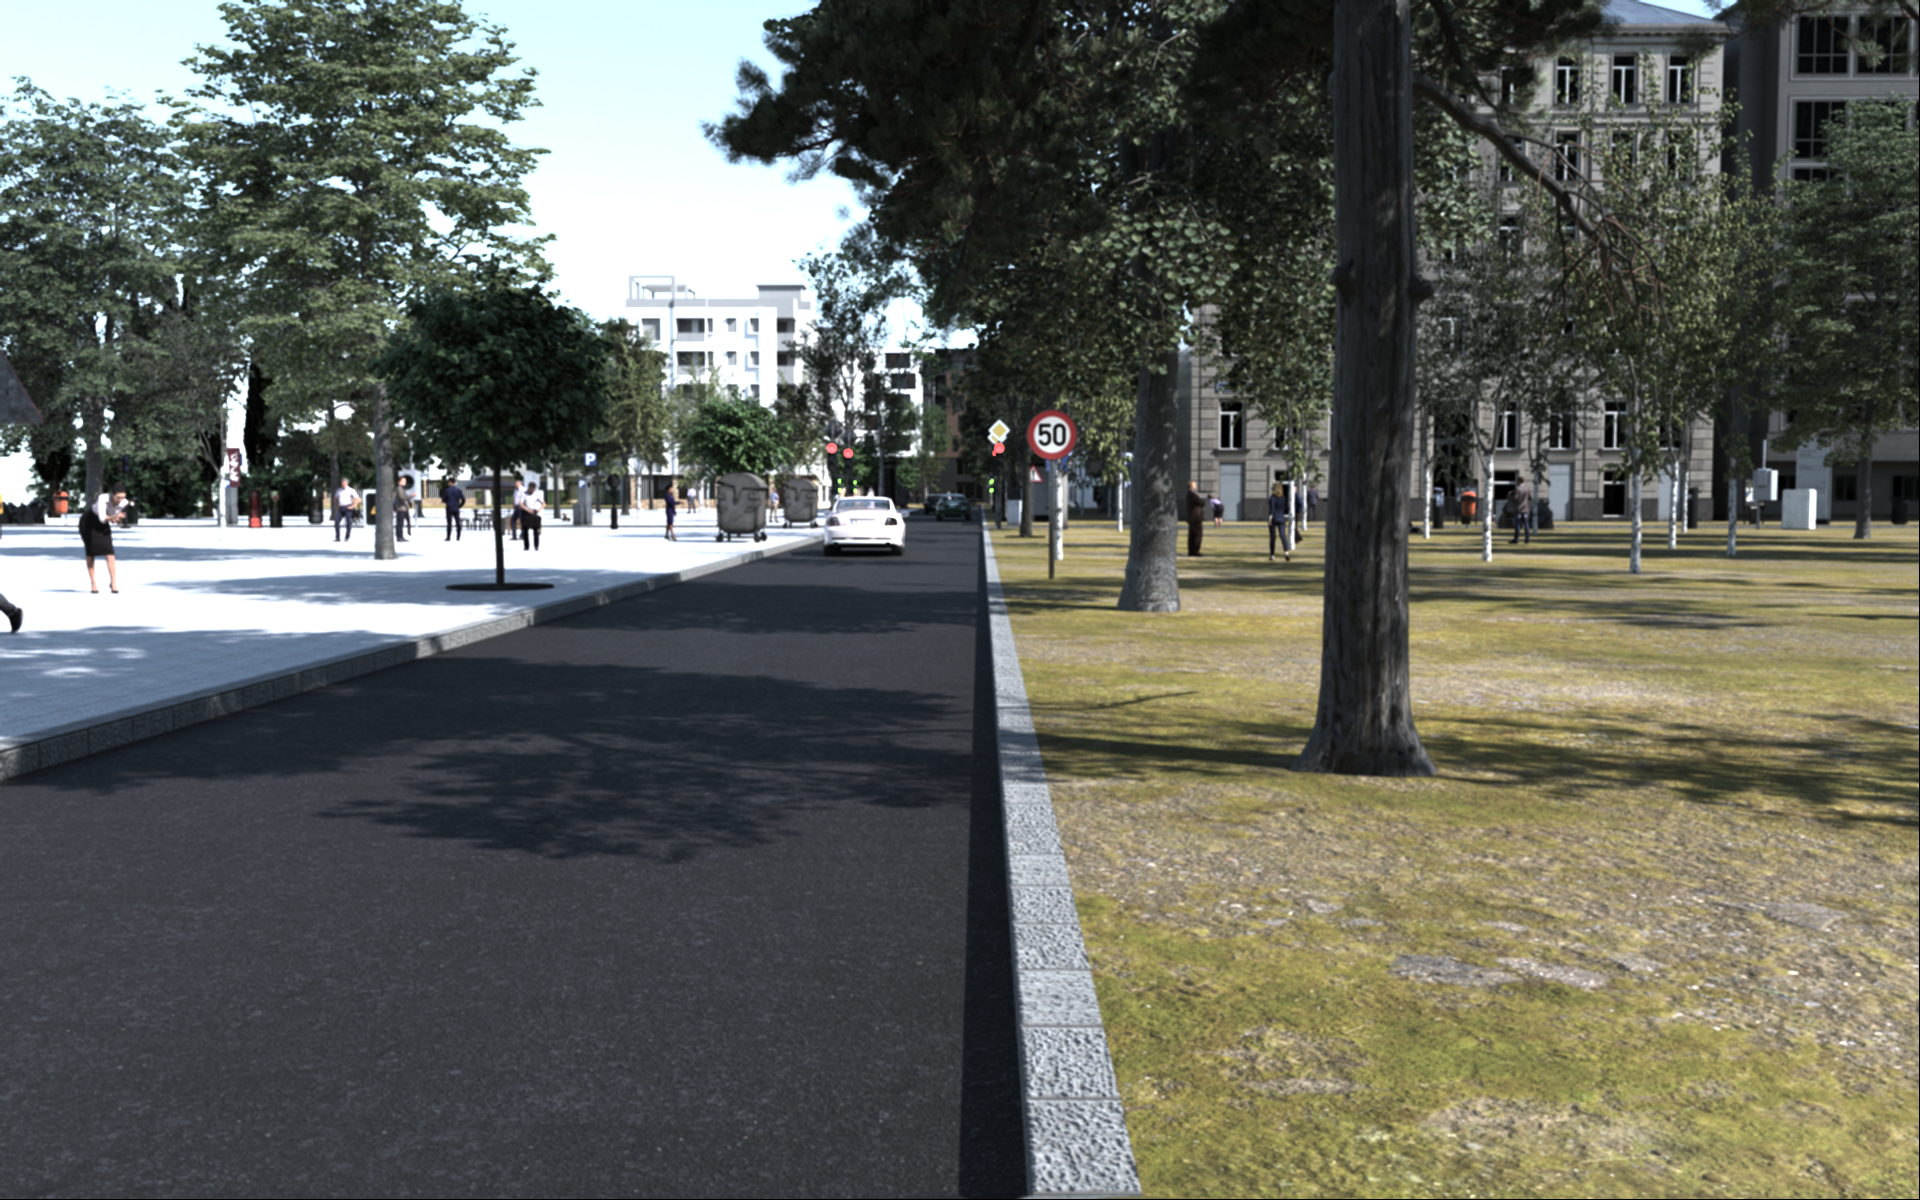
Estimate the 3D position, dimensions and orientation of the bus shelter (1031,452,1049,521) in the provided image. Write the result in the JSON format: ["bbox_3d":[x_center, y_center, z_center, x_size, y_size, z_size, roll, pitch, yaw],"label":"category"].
[{"bbox_3d":[3.923,-5.311,80.757,2.014,3.302,5.546,0,4,1],"label":"bus shelter"}]

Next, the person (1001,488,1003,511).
[{"bbox_3d":[3.206,-7.533,129.916,0.576,1.737,0.504,1,4,17],"label":"person"}]

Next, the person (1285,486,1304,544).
[{"bbox_3d":[8.574,-2.204,44.767,0.600,1.496,0.574,1,4,10],"label":"person"}]

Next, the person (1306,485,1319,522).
[{"bbox_3d":[16.175,-4.435,79.472,0.541,1.710,0.530,1,4,19],"label":"person"}]

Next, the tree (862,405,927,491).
[{"bbox_3d":[-5.590,-11.151,132.680,4.737,8.622,4.395,0,3,0],"label":"tree"}]

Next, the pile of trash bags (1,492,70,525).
[{"bbox_3d":[-39.116,-3.869,73.007,3.447,1.369,1.912,1,4,10],"label":"pile of trash bags"}]

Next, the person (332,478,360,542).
[{"bbox_3d":[-16.515,-2.413,46.437,0.756,1.711,0.436,2,4,23],"label":"person"}]

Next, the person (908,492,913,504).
[{"bbox_3d":[-6.265,-13.213,222.517,0.683,1.767,0.568,-1,4,-21],"label":"person"}]

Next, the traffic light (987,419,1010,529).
[{"bbox_3d":[1.437,-4.599,64.441,0.839,4.213,0.868,0,4,1],"label":"traffic light"}]

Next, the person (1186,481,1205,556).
[{"bbox_3d":[4.868,-1.682,35.815,0.388,1.546,0.482,0,4,-5],"label":"person"}]

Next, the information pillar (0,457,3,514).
[{"bbox_3d":[-36.135,-4.496,64.864,0.504,3.616,0.183,1,4,15],"label":"information pillar"}]

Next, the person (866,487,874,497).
[{"bbox_3d":[-5.774,-6.411,111.526,0.621,1.740,0.551,1,4,19],"label":"person"}]

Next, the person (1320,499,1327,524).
[{"bbox_3d":[15.715,-4.010,73.983,0.546,1.535,0.453,-1,4,-19],"label":"person"}]

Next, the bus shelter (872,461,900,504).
[{"bbox_3d":[-5.321,-8.195,125.271,1.731,3.624,6.357,0,4,1],"label":"bus shelter"}]

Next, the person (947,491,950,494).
[{"bbox_3d":[-1.186,-10.156,175.211,0.621,1.740,0.551,1,4,19],"label":"person"}]

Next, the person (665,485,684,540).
[{"bbox_3d":[-7.893,-2.412,47.846,0.546,1.535,0.453,-1,4,-8],"label":"person"}]

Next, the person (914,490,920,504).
[{"bbox_3d":[-5.227,-12.721,214.744,1.217,1.735,0.721,2,4,31],"label":"person"}]

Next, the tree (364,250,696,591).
[{"bbox_3d":[-6.330,-2.440,23.616,4.285,4.588,4.351,0,3,0],"label":"tree"}]

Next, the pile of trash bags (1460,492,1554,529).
[{"bbox_3d":[20.334,-3.340,64.369,3.447,1.369,1.912,2,4,26],"label":"pile of trash bags"}]

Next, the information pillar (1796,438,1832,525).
[{"bbox_3d":[35.876,-4.985,72.825,0.184,3.620,1.656,-1,4,-22],"label":"information pillar"}]

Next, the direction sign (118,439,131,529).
[{"bbox_3d":[-31.027,-4.421,64.277,0.876,3.537,0.379,3,5,40],"label":"direction sign"}]

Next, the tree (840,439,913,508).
[{"bbox_3d":[-5.634,-6.600,91.630,4.285,4.588,4.351,0,3,0],"label":"tree"}]

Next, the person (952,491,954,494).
[{"bbox_3d":[-0.622,-9.254,160.522,1.217,1.735,0.721,2,4,23],"label":"person"}]

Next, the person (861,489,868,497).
[{"bbox_3d":[-12.392,-13.107,221.056,1.217,1.735,0.721,-3,4,-39],"label":"person"}]

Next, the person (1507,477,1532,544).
[{"bbox_3d":[14.434,-2.315,44.713,0.655,1.722,0.431,-1,4,-19],"label":"person"}]

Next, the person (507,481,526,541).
[{"bbox_3d":[-12.198,-2.497,47.814,0.436,1.711,0.756,-3,5,-39],"label":"person"}]

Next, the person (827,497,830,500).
[{"bbox_3d":[-11.185,-8.751,152.389,1.065,1.426,0.557,0,4,-4],"label":"person"}]

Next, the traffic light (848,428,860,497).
[{"bbox_3d":[-4.630,-5.091,72.482,0.839,4.213,0.868,0,4,1],"label":"traffic light"}]

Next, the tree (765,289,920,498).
[{"bbox_3d":[-5.471,-8.883,79.645,7.601,10.594,8.767,-1,4,-21],"label":"tree"}]

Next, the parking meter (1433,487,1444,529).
[{"bbox_3d":[17.725,-3.410,64.165,0.372,1.533,0.369,0,3,0],"label":"parking meter"}]

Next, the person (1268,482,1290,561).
[{"bbox_3d":[6.158,-1.516,33.368,0.480,1.512,0.613,-3,5,-41],"label":"person"}]

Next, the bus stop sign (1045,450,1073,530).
[{"bbox_3d":[3.586,-4.504,62.660,0.837,3.901,0.837,1,4,15],"label":"bus stop sign"}]

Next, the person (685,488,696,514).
[{"bbox_3d":[-17.527,-6.529,112.662,0.709,1.838,0.599,-2,4,-35],"label":"person"}]

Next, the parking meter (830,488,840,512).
[{"bbox_3d":[-4.702,-3.465,65.067,0.372,1.533,0.369,0,3,0],"label":"parking meter"}]

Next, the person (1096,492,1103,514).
[{"bbox_3d":[9.182,-6.397,113.861,0.421,1.427,0.697,0,4,-3],"label":"person"}]

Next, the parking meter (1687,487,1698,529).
[{"bbox_3d":[27.116,-3.409,64.147,0.372,1.533,0.369,0,3,0],"label":"parking meter"}]

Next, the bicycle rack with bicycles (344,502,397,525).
[{"bbox_3d":[-25.053,-3.675,73.465,2.852,0.926,2.925,1,4,11],"label":"bicycle rack with bicycles"}]

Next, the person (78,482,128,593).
[{"bbox_3d":[-10.977,-0.799,22.295,0.799,1.438,0.628,0,4,2],"label":"person"}]

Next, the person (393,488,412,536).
[{"bbox_3d":[-17.121,-2.737,53.481,0.574,1.496,0.600,1,4,15],"label":"person"}]

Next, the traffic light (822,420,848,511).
[{"bbox_3d":[-4.724,-4.603,64.497,0.839,4.213,0.868,0,4,1],"label":"traffic light"}]

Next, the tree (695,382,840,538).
[{"bbox_3d":[-6.555,-4.106,50.840,4.285,4.588,4.351,0,3,0],"label":"tree"}]

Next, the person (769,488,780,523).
[{"bbox_3d":[-8.296,-4.230,77.266,0.516,1.574,0.319,2,4,34],"label":"person"}]
